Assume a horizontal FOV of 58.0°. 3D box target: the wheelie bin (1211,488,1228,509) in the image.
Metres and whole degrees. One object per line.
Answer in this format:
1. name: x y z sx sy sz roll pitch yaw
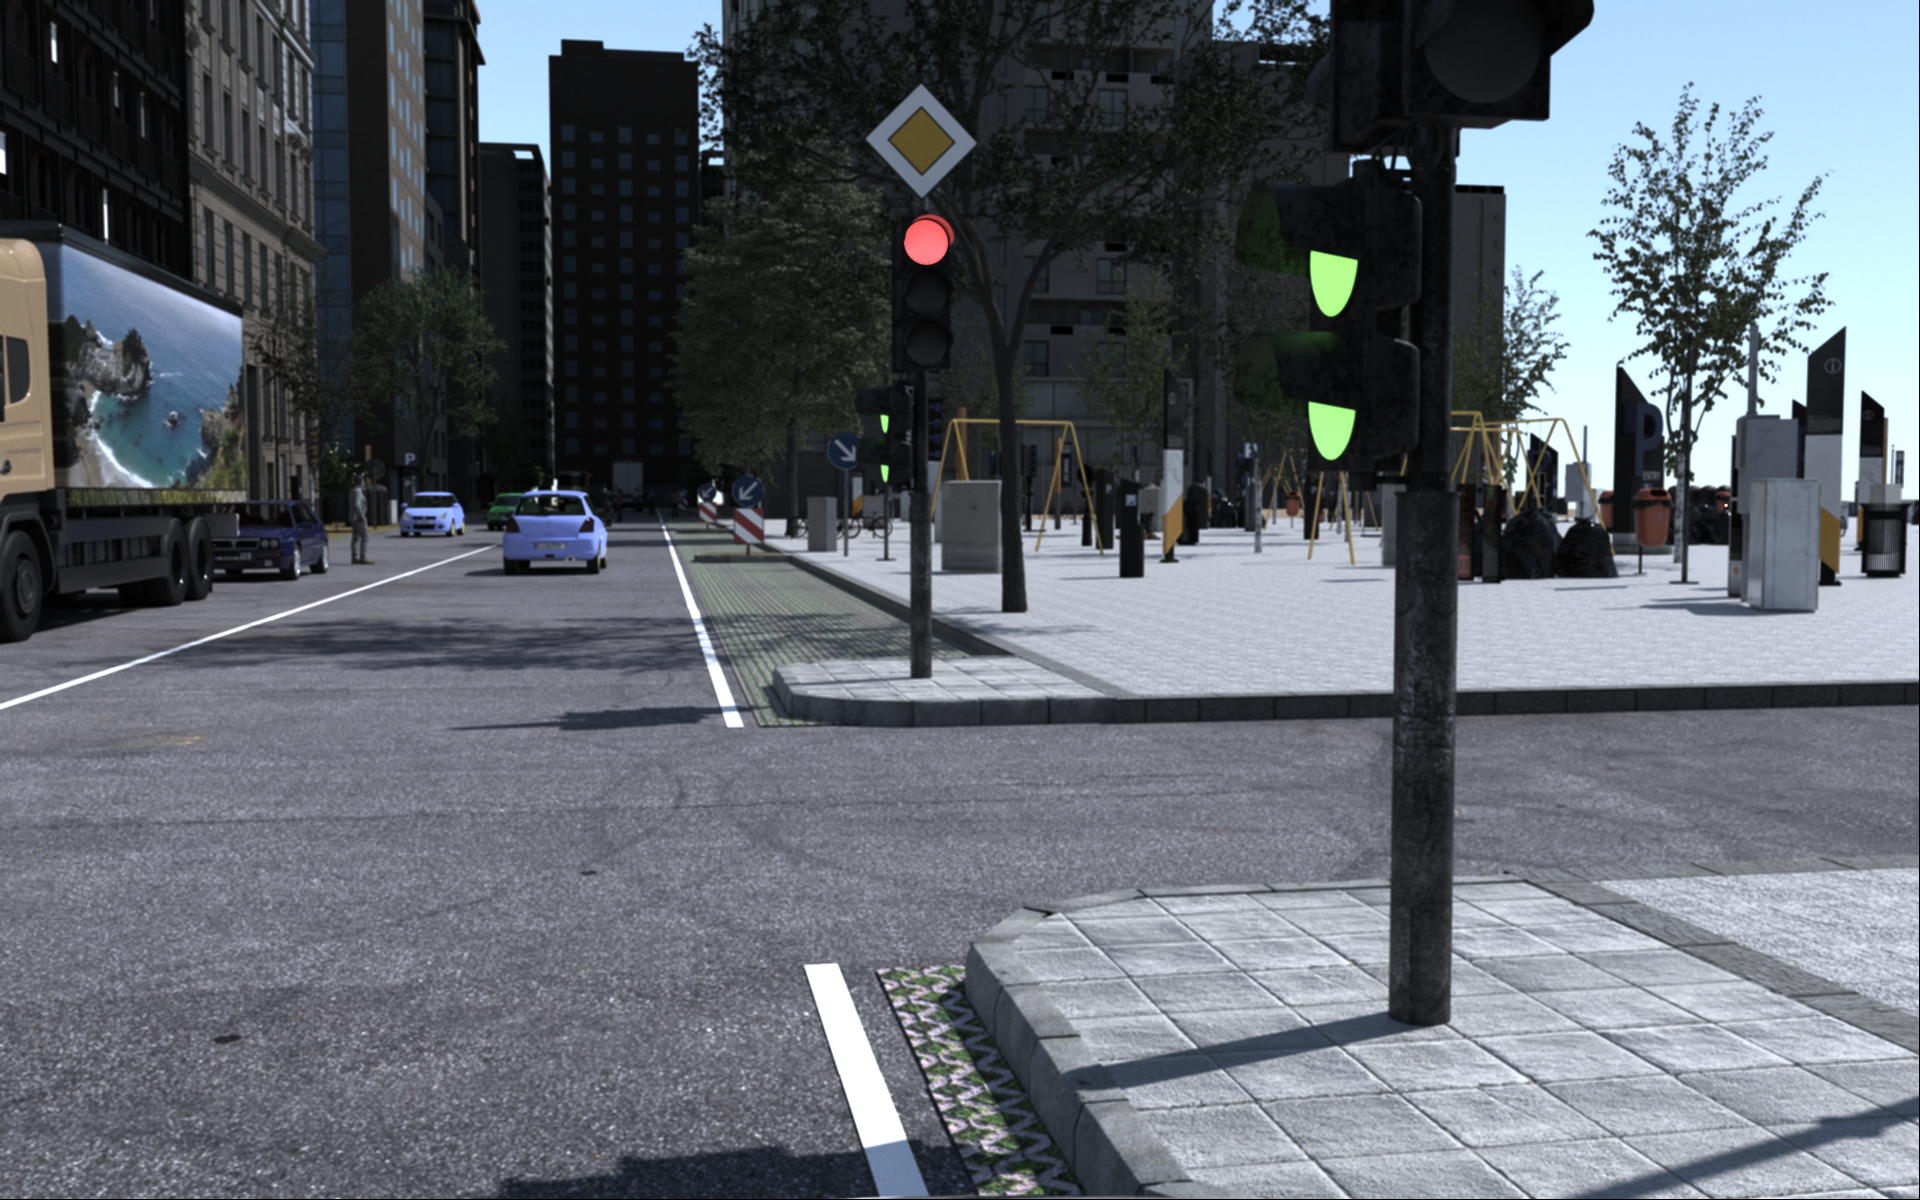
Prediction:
1. wheelie bin: 13.136 -4.896 87.964 0.693 1.594 0.980 3 4 37

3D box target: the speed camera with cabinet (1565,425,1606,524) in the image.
1. speed camera with cabinet: 18.245 -3.437 50.525 0.660 3.252 2.038 3 4 37

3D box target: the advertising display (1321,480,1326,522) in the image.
1. advertising display: 16.364 -4.553 79.657 0.974 1.923 0.123 3 4 36

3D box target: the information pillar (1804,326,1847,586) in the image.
1. information pillar: 12.119 -2.013 24.272 0.504 3.616 0.183 2 4 33

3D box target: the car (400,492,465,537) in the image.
1. car: -17.871 -3.002 58.677 1.945 1.707 3.694 0 4 -8

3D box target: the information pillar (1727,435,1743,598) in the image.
1. information pillar: 9.776 -1.040 21.496 0.304 2.012 0.304 -1 4 -14

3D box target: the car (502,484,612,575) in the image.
1. car: -7.484 -1.383 32.200 1.945 1.707 3.694 -1 4 -9

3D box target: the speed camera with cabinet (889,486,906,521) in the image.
1. speed camera with cabinet: -2.612 -5.359 81.963 0.660 3.252 2.038 -2 4 -33

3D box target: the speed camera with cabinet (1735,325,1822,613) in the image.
1. speed camera with cabinet: 9.269 -1.547 19.623 0.660 3.252 2.038 1 4 16

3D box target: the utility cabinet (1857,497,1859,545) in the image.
1. utility cabinet: 23.053 -1.988 43.664 1.020 1.237 0.306 -2 4 -31

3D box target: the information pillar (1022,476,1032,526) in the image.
1. information pillar: 2.719 -4.048 70.669 0.304 2.012 0.304 3 4 38

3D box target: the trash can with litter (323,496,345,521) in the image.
1. trash can with litter: -29.492 -4.297 81.647 1.055 1.170 0.624 -2 4 -28

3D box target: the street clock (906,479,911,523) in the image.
1. street clock: -2.153 -4.434 77.067 0.471 2.002 0.358 1 4 18

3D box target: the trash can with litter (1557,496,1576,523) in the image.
1. trash can with litter: 27.777 -4.138 78.720 2.233 1.210 1.678 0 4 1

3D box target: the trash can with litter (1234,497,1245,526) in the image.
1. trash can with litter: 11.221 -3.583 69.964 0.624 1.170 1.055 -1 4 -20

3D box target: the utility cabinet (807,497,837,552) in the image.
1. utility cabinet: -3.084 -1.691 38.814 0.306 1.237 1.020 -2 4 -28

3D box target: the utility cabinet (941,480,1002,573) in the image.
1. utility cabinet: 0.236 -1.199 28.280 1.173 1.500 0.318 3 4 38

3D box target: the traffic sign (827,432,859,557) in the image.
1. traffic sign: -2.343 -2.166 35.526 0.768 2.556 0.104 0 4 -7

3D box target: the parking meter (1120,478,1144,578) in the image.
1. parking meter: 2.650 -1.117 26.674 0.372 1.533 0.369 0 3 0

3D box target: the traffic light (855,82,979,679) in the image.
1. traffic light: -0.291 -1.411 11.993 0.839 4.253 0.868 -1 4 -10

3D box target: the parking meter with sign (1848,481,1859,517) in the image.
1. parking meter with sign: 50.899 -6.206 97.731 1.738 3.016 0.543 -1 4 -11

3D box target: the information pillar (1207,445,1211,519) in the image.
1. information pillar: 11.958 -5.618 83.205 0.183 3.616 0.504 0 4 -6

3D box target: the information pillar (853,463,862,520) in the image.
1. information pillar: -5.068 -5.752 85.405 0.504 3.616 0.183 -1 4 -22

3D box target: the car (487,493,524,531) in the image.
1. car: -17.744 -3.683 69.021 1.959 1.807 4.718 -1 4 -8

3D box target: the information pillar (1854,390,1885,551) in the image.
1. information pillar: 20.536 -2.919 39.086 0.504 3.616 0.183 1 4 11

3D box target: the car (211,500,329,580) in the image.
1. car: -12.057 -1.054 29.817 1.945 1.354 3.894 -1 4 -10

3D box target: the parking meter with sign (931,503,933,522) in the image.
1. parking meter with sign: -1.281 -5.042 78.704 1.738 3.016 0.543 -1 4 -10

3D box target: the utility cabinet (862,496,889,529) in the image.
1. utility cabinet: -3.087 -3.193 63.375 1.020 1.237 0.306 3 4 37

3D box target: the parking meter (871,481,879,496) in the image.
1. parking meter: -3.928 -4.539 79.925 0.255 1.863 0.399 2 4 29

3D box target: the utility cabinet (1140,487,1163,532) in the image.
1. utility cabinet: 6.384 -3.010 57.886 0.318 1.500 1.173 -2 4 -28

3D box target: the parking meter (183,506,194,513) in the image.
1. parking meter: -16.200 -1.698 36.168 0.372 1.533 0.369 0 3 0

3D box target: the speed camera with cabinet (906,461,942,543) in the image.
1. speed camera with cabinet: -0.502 -3.170 46.171 0.660 3.252 2.038 -3 4 -37

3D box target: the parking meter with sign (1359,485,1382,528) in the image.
1. parking meter with sign: 15.994 -4.328 67.017 0.543 3.016 1.738 -1 4 -22

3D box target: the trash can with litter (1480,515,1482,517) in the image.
1. trash can with litter: 28.439 -4.959 92.135 2.233 1.210 1.678 2 4 28

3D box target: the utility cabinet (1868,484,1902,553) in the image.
1. utility cabinet: 19.966 -1.757 37.402 0.318 1.500 1.173 3 5 44

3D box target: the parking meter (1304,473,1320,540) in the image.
1. parking meter: 9.948 -2.644 48.933 0.399 1.863 0.255 -1 4 -17

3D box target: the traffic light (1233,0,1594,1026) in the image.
1. traffic light: 1.108 -0.930 4.131 0.839 4.253 0.868 -1 4 -10

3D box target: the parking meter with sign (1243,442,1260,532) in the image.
1. parking meter with sign: 9.990 -3.843 59.094 0.543 3.016 1.738 1 4 14

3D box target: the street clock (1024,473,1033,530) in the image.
1. street clock: 2.362 -3.371 59.682 0.358 2.002 0.471 0 4 7

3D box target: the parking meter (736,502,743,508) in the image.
1. parking meter: -9.913 -4.441 78.326 0.399 1.863 0.255 -3 5 -41

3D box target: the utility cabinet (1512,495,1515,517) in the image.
1. utility cabinet: 25.022 -4.177 79.462 1.020 1.237 0.306 2 4 28

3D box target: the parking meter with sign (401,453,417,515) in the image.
1. parking meter with sign: -22.935 -4.632 72.000 0.543 3.016 1.738 -1 4 -11

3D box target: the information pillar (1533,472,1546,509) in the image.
1. information pillar: 19.678 -3.325 58.862 0.304 2.012 0.304 -1 4 -12

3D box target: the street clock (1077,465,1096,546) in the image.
1. street clock: 3.137 -2.335 42.748 0.471 2.002 0.358 3 4 36

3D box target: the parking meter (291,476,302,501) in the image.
1. parking meter: -21.332 -3.059 55.721 0.255 1.863 0.399 0 4 -2

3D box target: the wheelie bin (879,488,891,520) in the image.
1. wheelie bin: -3.674 -4.624 83.518 0.693 1.594 0.980 0 4 4

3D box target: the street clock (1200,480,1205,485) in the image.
1. street clock: 12.609 -5.232 90.112 0.358 2.002 0.471 1 4 19

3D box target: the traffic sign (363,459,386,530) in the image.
1. traffic sign: -21.102 -3.813 62.449 0.768 2.556 0.104 -1 4 -10

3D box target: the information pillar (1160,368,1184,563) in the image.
1. information pillar: 3.979 -2.510 32.386 0.504 3.616 0.183 -3 5 -44

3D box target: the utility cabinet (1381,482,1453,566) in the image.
1. utility cabinet: 8.028 -1.330 30.425 1.173 1.500 0.318 0 4 6
